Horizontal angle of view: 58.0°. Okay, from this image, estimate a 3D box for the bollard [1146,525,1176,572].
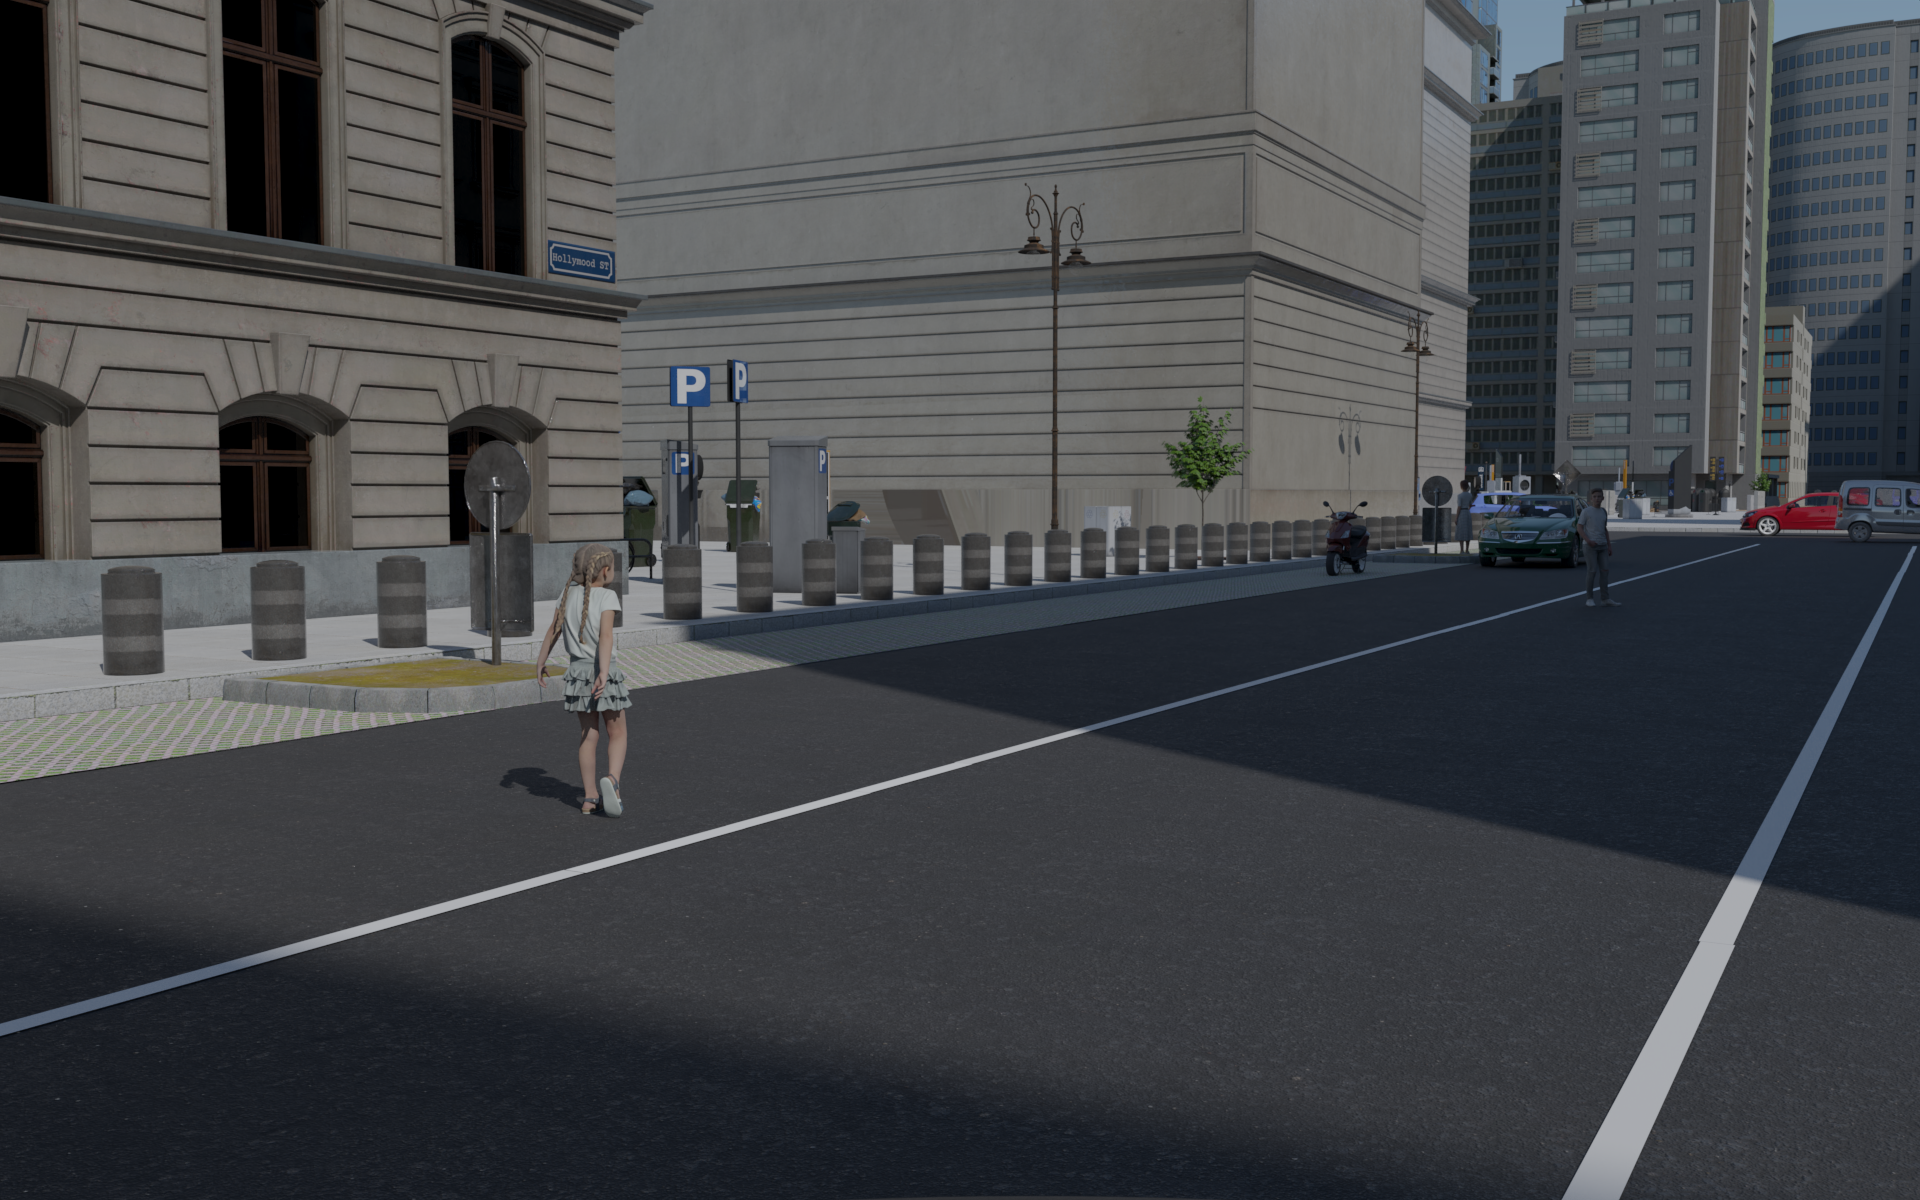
[{"bbox_3d":[3.264,-0.849,28.602,0.404,0.777,0.398,0,3,0],"label":"bollard"}]

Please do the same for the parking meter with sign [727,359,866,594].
[{"bbox_3d":[-2.098,-1.603,22.475,1.738,3.016,0.543,1,4,14],"label":"parking meter with sign"}]

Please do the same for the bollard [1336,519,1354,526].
[{"bbox_3d":[8.150,-1.376,37.218,0.404,0.777,0.398,0,3,0],"label":"bollard"}]

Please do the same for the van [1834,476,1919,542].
[{"bbox_3d":[28.215,-2.709,51.311,4.112,2.044,2.013,2,4,28],"label":"van"}]

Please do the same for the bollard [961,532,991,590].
[{"bbox_3d":[0.213,-0.519,23.211,0.404,0.777,0.398,0,3,0],"label":"bollard"}]

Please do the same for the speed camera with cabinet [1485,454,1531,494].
[{"bbox_3d":[27.315,-5.611,86.078,2.038,3.252,0.660,-1,4,-16],"label":"speed camera with cabinet"}]

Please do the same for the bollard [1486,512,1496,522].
[{"bbox_3d":[14.843,-2.099,49.041,0.404,0.777,0.398,0,3,0],"label":"bollard"}]

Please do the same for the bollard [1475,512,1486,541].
[{"bbox_3d":[14.237,-2.034,47.968,0.404,0.777,0.398,0,3,0],"label":"bollard"}]

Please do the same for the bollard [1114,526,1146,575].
[{"bbox_3d":[2.652,-0.782,27.508,0.404,0.777,0.398,0,3,0],"label":"bollard"}]

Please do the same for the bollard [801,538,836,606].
[{"bbox_3d":[-1.627,-0.321,19.966,0.404,0.777,0.398,0,3,0],"label":"bollard"}]

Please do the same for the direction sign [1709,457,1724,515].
[{"bbox_3d":[45.738,-6.894,104.721,0.876,3.537,0.379,0,4,-3],"label":"direction sign"}]

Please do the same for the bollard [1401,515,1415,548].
[{"bbox_3d":[10.585,-1.640,41.526,0.404,0.777,0.398,0,3,0],"label":"bollard"}]

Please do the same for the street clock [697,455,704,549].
[{"bbox_3d":[-4.885,-1.664,31.772,0.358,2.002,0.471,-2,4,-30],"label":"street clock"}]

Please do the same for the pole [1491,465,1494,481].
[{"bbox_3d":[36.973,-7.735,120.306,0.158,3.312,0.155,0,3,0],"label":"pole"}]

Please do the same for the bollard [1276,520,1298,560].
[{"bbox_3d":[6.310,-1.178,33.973,0.404,0.777,0.398,0,3,0],"label":"bollard"}]

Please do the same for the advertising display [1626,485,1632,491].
[{"bbox_3d":[48.719,-7.406,126.300,0.123,1.923,0.974,-1,4,-14],"label":"advertising display"}]

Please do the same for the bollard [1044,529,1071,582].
[{"bbox_3d":[1.431,-0.651,25.356,0.404,0.777,0.398,0,3,0],"label":"bollard"}]

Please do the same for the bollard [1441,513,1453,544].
[{"bbox_3d":[12.408,-1.837,44.748,0.404,0.777,0.398,0,3,0],"label":"bollard"}]

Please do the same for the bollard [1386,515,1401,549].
[{"bbox_3d":[9.980,-1.574,40.451,0.404,0.777,0.398,0,3,0],"label":"bollard"}]

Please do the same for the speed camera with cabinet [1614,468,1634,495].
[{"bbox_3d":[50.070,-8.275,129.630,2.038,3.252,0.660,3,5,41],"label":"speed camera with cabinet"}]

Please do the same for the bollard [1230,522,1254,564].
[{"bbox_3d":[5.092,-1.047,31.828,0.404,0.777,0.398,0,3,0],"label":"bollard"}]

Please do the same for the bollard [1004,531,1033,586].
[{"bbox_3d":[0.818,-0.585,24.285,0.404,0.777,0.398,0,3,0],"label":"bollard"}]

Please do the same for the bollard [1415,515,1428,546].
[{"bbox_3d":[11.191,-1.706,42.602,0.404,0.777,0.398,0,3,0],"label":"bollard"}]

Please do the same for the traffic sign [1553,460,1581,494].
[{"bbox_3d":[17.839,-2.894,50.965,0.795,2.450,0.064,2,4,29],"label":"traffic sign"}]

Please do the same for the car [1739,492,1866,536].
[{"bbox_3d":[29.054,-3.059,59.063,4.494,1.783,2.155,2,4,29],"label":"car"}]

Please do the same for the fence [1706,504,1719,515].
[{"bbox_3d":[46.822,-5.641,107.613,0.278,0.683,2.069,0,4,6],"label":"fence"}]

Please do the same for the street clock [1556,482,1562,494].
[{"bbox_3d":[35.556,-6.010,102.831,0.358,2.002,0.471,0,4,3],"label":"street clock"}]

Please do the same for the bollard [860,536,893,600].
[{"bbox_3d":[-1.010,-0.387,21.047,0.404,0.777,0.398,0,3,0],"label":"bollard"}]

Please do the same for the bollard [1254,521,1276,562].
[{"bbox_3d":[5.700,-1.112,32.901,0.404,0.777,0.398,0,3,0],"label":"bollard"}]

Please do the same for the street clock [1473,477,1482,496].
[{"bbox_3d":[21.309,-4.085,71.366,0.358,2.002,0.471,0,4,6],"label":"street clock"}]

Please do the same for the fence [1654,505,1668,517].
[{"bbox_3d":[39.599,-5.036,97.721,0.278,0.683,2.069,3,5,45],"label":"fence"}]

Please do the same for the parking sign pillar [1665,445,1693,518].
[{"bbox_3d":[39.299,-6.488,94.545,1.447,3.967,1.447,-2,4,-26],"label":"parking sign pillar"}]

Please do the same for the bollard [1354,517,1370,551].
[{"bbox_3d":[8.762,-1.443,38.305,0.404,0.777,0.398,0,3,0],"label":"bollard"}]

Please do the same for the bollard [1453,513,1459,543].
[{"bbox_3d":[13.019,-1.902,45.822,0.404,0.777,0.398,0,3,0],"label":"bollard"}]

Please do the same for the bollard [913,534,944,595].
[{"bbox_3d":[-0.403,-0.453,22.121,0.404,0.777,0.398,0,3,0],"label":"bollard"}]

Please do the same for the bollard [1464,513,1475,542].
[{"bbox_3d":[13.626,-1.968,46.896,0.404,0.777,0.398,0,3,0],"label":"bollard"}]

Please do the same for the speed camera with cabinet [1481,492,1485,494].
[{"bbox_3d":[36.135,-7.582,118.309,0.660,3.252,2.038,3,4,38],"label":"speed camera with cabinet"}]

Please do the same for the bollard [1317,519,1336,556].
[{"bbox_3d":[7.540,-1.311,36.145,0.404,0.777,0.398,0,3,0],"label":"bollard"}]

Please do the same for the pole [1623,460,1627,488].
[{"bbox_3d":[39.855,-6.728,103.852,0.158,3.312,0.155,0,3,0],"label":"pole"}]

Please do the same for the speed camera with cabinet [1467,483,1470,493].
[{"bbox_3d":[38.143,-8.430,132.164,2.038,3.252,0.660,-3,5,-41],"label":"speed camera with cabinet"}]

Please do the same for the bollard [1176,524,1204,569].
[{"bbox_3d":[3.874,-0.915,29.679,0.404,0.777,0.398,0,3,0],"label":"bollard"}]

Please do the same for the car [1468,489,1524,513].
[{"bbox_3d":[21.488,-3.502,66.852,3.694,1.707,1.945,2,4,30],"label":"car"}]

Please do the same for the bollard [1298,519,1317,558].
[{"bbox_3d":[6.920,-1.244,35.051,0.404,0.777,0.398,0,3,0],"label":"bollard"}]

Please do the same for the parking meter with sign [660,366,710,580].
[{"bbox_3d":[-3.951,-1.728,24.518,0.543,3.016,1.738,-1,4,-18],"label":"parking meter with sign"}]

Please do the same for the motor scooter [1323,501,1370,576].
[{"bbox_3d":[6.887,-1.101,30.781,0.815,1.314,1.986,2,4,30],"label":"motor scooter"}]

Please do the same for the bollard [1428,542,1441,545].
[{"bbox_3d":[11.802,-1.771,43.674,0.404,0.777,0.398,0,3,0],"label":"bollard"}]

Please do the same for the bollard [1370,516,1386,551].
[{"bbox_3d":[9.371,-1.508,39.378,0.404,0.777,0.398,0,3,0],"label":"bollard"}]

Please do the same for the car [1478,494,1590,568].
[{"bbox_3d":[11.888,-1.436,35.270,2.131,1.459,4.920,2,4,30],"label":"car"}]

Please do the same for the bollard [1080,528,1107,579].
[{"bbox_3d":[2.035,-0.716,26.431,0.404,0.777,0.398,0,3,0],"label":"bollard"}]

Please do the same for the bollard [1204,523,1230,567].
[{"bbox_3d":[4.487,-0.981,30.749,0.404,0.777,0.398,0,3,0],"label":"bollard"}]

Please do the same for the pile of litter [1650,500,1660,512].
[{"bbox_3d":[48.695,-6.591,121.723,1.176,0.858,1.719,1,4,21],"label":"pile of litter"}]
